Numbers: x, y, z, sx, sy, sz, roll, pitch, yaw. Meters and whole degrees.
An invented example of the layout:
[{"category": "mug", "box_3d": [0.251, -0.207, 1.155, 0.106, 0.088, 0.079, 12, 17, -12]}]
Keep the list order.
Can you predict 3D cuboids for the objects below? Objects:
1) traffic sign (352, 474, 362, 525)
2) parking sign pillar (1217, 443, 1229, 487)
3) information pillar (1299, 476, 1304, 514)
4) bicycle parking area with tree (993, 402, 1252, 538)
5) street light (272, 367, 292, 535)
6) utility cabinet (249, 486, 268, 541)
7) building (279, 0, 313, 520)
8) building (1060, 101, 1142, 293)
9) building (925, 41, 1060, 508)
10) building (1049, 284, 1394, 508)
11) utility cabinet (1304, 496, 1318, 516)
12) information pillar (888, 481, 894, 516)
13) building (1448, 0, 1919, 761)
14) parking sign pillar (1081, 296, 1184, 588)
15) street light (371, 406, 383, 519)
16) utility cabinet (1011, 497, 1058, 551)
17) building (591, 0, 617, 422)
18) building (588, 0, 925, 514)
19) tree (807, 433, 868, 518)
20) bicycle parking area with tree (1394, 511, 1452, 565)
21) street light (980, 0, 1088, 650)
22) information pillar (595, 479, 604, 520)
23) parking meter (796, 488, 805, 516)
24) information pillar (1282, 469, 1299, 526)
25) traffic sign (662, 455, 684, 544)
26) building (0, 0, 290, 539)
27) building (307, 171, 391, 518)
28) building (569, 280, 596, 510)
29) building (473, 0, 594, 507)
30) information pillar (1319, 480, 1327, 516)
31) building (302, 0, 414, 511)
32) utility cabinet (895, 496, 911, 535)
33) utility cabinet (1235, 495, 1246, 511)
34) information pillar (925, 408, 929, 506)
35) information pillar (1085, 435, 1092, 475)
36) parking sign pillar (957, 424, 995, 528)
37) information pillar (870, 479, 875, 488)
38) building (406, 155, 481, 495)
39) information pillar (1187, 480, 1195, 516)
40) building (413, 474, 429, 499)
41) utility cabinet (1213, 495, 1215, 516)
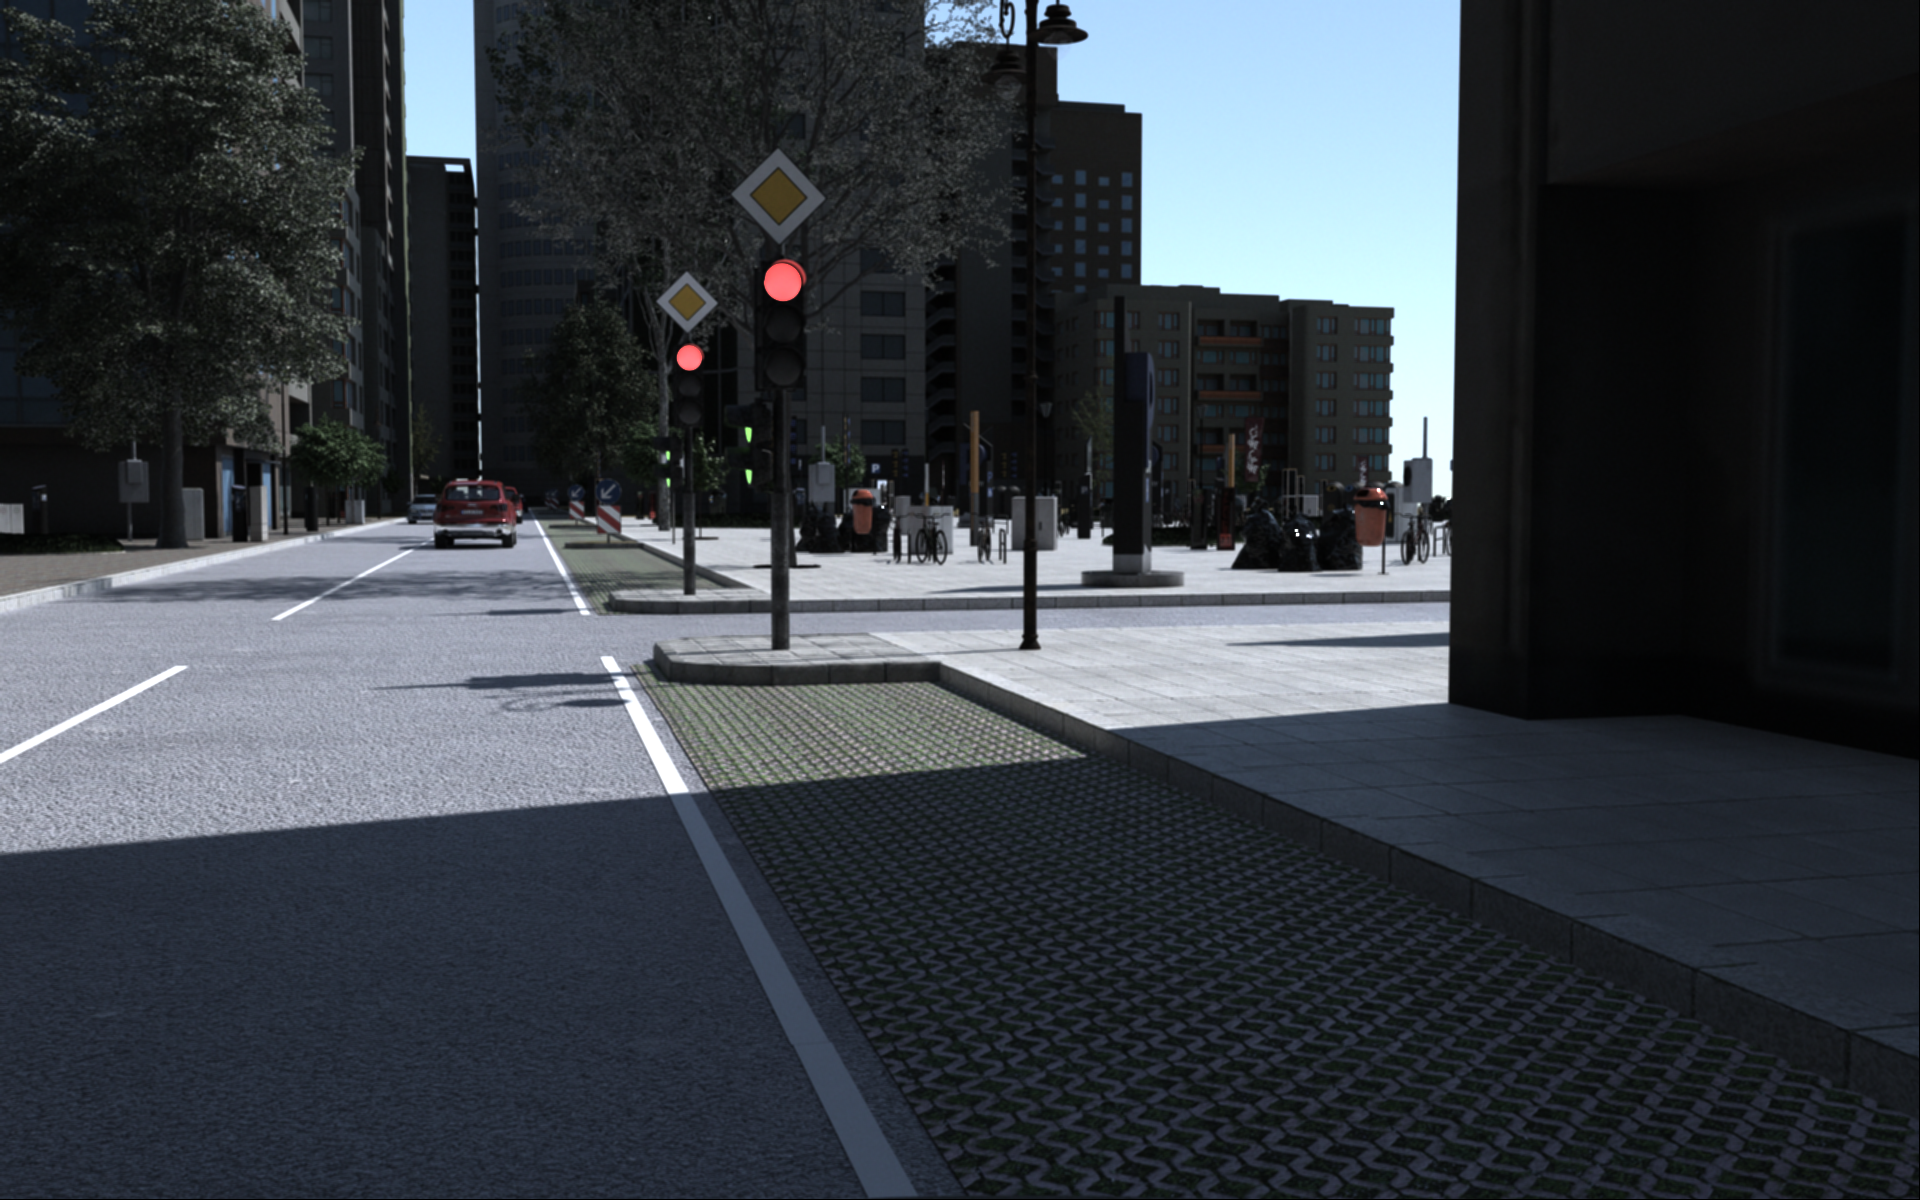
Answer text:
[{"category": "traffic sign", "box_3d": [-25.444, -4.434, 72.605, 0.768, 2.556, 0.104, -1, 4, -9]}, {"category": "parking sign pillar", "box_3d": [13.714, -6.236, 90.437, 1.447, 3.967, 1.447, 1, 4, 17]}, {"category": "information pillar", "box_3d": [13.671, -4.000, 69.898, 0.304, 2.012, 0.304, -2, 4, -26]}, {"category": "bicycle parking area with tree", "box_3d": [5.199, -4.138, 54.665, 8.231, 4.147, 9.016, 0, 4, 0]}, {"category": "street light", "box_3d": [-21.157, -4.978, 54.185, 0.468, 5.910, 1.993, -1, 4, -14]}, {"category": "utility cabinet", "box_3d": [-18.940, -2.328, 46.747, 0.318, 1.500, 1.173, -1, 4, -15]}, {"category": "building", "box_3d": [-41.836, -27.733, 77.129, 21.300, 48.544, 21.600, -1, 4, -14]}, {"category": "building", "box_3d": [11.555, -33.487, 197.627, 14.200, 45.320, 14.600, -1, 4, -14]}, {"category": "building", "box_3d": [0.499, -31.783, 169.758, 14.200, 45.320, 14.600, -1, 4, -14]}, {"category": "building", "box_3d": [22.755, -19.898, 170.366, 28.899, 21.520, 27.650, -1, 4, -14]}, {"category": "utility cabinet", "box_3d": [14.505, -3.767, 72.744, 1.020, 1.237, 0.306, 1, 4, 18]}, {"category": "information pillar", "box_3d": [-3.909, -5.625, 96.468, 0.304, 2.012, 0.304, 3, 5, 40]}, {"category": "building", "box_3d": [15.899, -23.113, 1.606, 21.300, 48.544, 21.600, -1, 4, -14]}, {"category": "parking sign pillar", "box_3d": [2.430, -2.190, 24.278, 1.447, 3.967, 1.447, 1, 4, 12]}, {"category": "street light", "box_3d": [-29.929, -7.112, 89.074, 0.468, 5.910, 1.993, -1, 4, -14]}, {"category": "utility cabinet", "box_3d": [1.698, -1.738, 39.580, 1.020, 1.237, 0.306, 1, 4, 21]}, {"category": "building", "box_3d": [-21.295, -27.564, 134.271, 14.154, 41.232, 14.086, -1, 4, -14]}, {"category": "building", "box_3d": [-14.619, -41.482, 116.486, 20.563, 71.187, 20.611, -1, 4, -14]}, {"category": "tree", "box_3d": [-6.525, -6.665, 92.686, 4.285, 4.588, 4.351, 0, 3, 0]}, {"category": "bicycle parking area with tree", "box_3d": [12.577, -2.815, 33.032, 8.231, 4.147, 9.016, 2, 4, 35]}, {"category": "street light", "box_3d": [0.580, -2.531, 14.163, 0.468, 5.910, 1.993, -1, 4, -14]}, {"category": "information pillar", "box_3d": [-17.875, -4.985, 85.989, 0.304, 2.012, 0.304, 2, 4, 32]}, {"category": "parking meter", "box_3d": [-6.424, -3.759, 69.876, 0.372, 1.533, 0.369, 0, 3, 0]}, {"category": "information pillar", "box_3d": [9.640, -2.826, 50.704, 0.304, 2.012, 0.304, -1, 4, -20]}, {"category": "traffic sign", "box_3d": [-7.326, -2.577, 44.261, 0.606, 2.300, 0.079, -1, 4, -8]}, {"category": "building", "box_3d": [-29.487, -24.683, 53.677, 14.600, 45.320, 14.200, -1, 4, -14]}, {"category": "building", "box_3d": [-49.837, -15.822, 103.724, 27.650, 21.520, 28.899, -1, 4, -14]}, {"category": "building", "box_3d": [-20.933, -19.086, 157.089, 27.650, 21.520, 28.899, -1, 4, -14]}, {"category": "building", "box_3d": [-37.650, -39.485, 187.578, 28.212, 58.520, 21.231, -1, 4, -14]}, {"category": "information pillar", "box_3d": [18.750, -5.196, 89.441, 0.304, 2.012, 0.304, -1, 4, -9]}, {"category": "building", "box_3d": [-47.837, -27.045, 125.778, 14.154, 41.232, 14.086, -1, 4, -14]}, {"category": "utility cabinet", "box_3d": [-1.805, -2.636, 54.263, 0.306, 1.237, 1.020, -1, 4, -14]}, {"category": "utility cabinet", "box_3d": [16.222, -5.486, 100.862, 0.306, 1.237, 1.020, -2, 4, -33]}, {"category": "information pillar", "box_3d": [-0.905, -3.416, 47.211, 0.183, 3.616, 0.504, 0, 4, -4]}, {"category": "information pillar", "box_3d": [5.097, -4.735, 68.772, 0.183, 3.616, 0.504, 2, 4, 27]}, {"category": "parking sign pillar", "box_3d": [0.657, -4.918, 68.884, 1.447, 3.967, 1.447, -2, 4, -28]}, {"category": "information pillar", "box_3d": [-4.318, -5.051, 87.071, 0.304, 2.012, 0.304, -2, 4, -28]}, {"category": "building", "box_3d": [-64.415, -30.314, 187.516, 23.993, 40.220, 32.217, -1, 4, -14]}, {"category": "information pillar", "box_3d": [11.754, -5.115, 88.121, 0.304, 2.012, 0.304, -1, 4, -15]}, {"category": "building", "box_3d": [-62.231, -30.343, 150.738, 28.867, 44.769, 22.147, -1, 4, -14]}, {"category": "utility cabinet", "box_3d": [12.983, -4.722, 88.368, 1.020, 1.237, 0.306, 0, 4, 5]}]
